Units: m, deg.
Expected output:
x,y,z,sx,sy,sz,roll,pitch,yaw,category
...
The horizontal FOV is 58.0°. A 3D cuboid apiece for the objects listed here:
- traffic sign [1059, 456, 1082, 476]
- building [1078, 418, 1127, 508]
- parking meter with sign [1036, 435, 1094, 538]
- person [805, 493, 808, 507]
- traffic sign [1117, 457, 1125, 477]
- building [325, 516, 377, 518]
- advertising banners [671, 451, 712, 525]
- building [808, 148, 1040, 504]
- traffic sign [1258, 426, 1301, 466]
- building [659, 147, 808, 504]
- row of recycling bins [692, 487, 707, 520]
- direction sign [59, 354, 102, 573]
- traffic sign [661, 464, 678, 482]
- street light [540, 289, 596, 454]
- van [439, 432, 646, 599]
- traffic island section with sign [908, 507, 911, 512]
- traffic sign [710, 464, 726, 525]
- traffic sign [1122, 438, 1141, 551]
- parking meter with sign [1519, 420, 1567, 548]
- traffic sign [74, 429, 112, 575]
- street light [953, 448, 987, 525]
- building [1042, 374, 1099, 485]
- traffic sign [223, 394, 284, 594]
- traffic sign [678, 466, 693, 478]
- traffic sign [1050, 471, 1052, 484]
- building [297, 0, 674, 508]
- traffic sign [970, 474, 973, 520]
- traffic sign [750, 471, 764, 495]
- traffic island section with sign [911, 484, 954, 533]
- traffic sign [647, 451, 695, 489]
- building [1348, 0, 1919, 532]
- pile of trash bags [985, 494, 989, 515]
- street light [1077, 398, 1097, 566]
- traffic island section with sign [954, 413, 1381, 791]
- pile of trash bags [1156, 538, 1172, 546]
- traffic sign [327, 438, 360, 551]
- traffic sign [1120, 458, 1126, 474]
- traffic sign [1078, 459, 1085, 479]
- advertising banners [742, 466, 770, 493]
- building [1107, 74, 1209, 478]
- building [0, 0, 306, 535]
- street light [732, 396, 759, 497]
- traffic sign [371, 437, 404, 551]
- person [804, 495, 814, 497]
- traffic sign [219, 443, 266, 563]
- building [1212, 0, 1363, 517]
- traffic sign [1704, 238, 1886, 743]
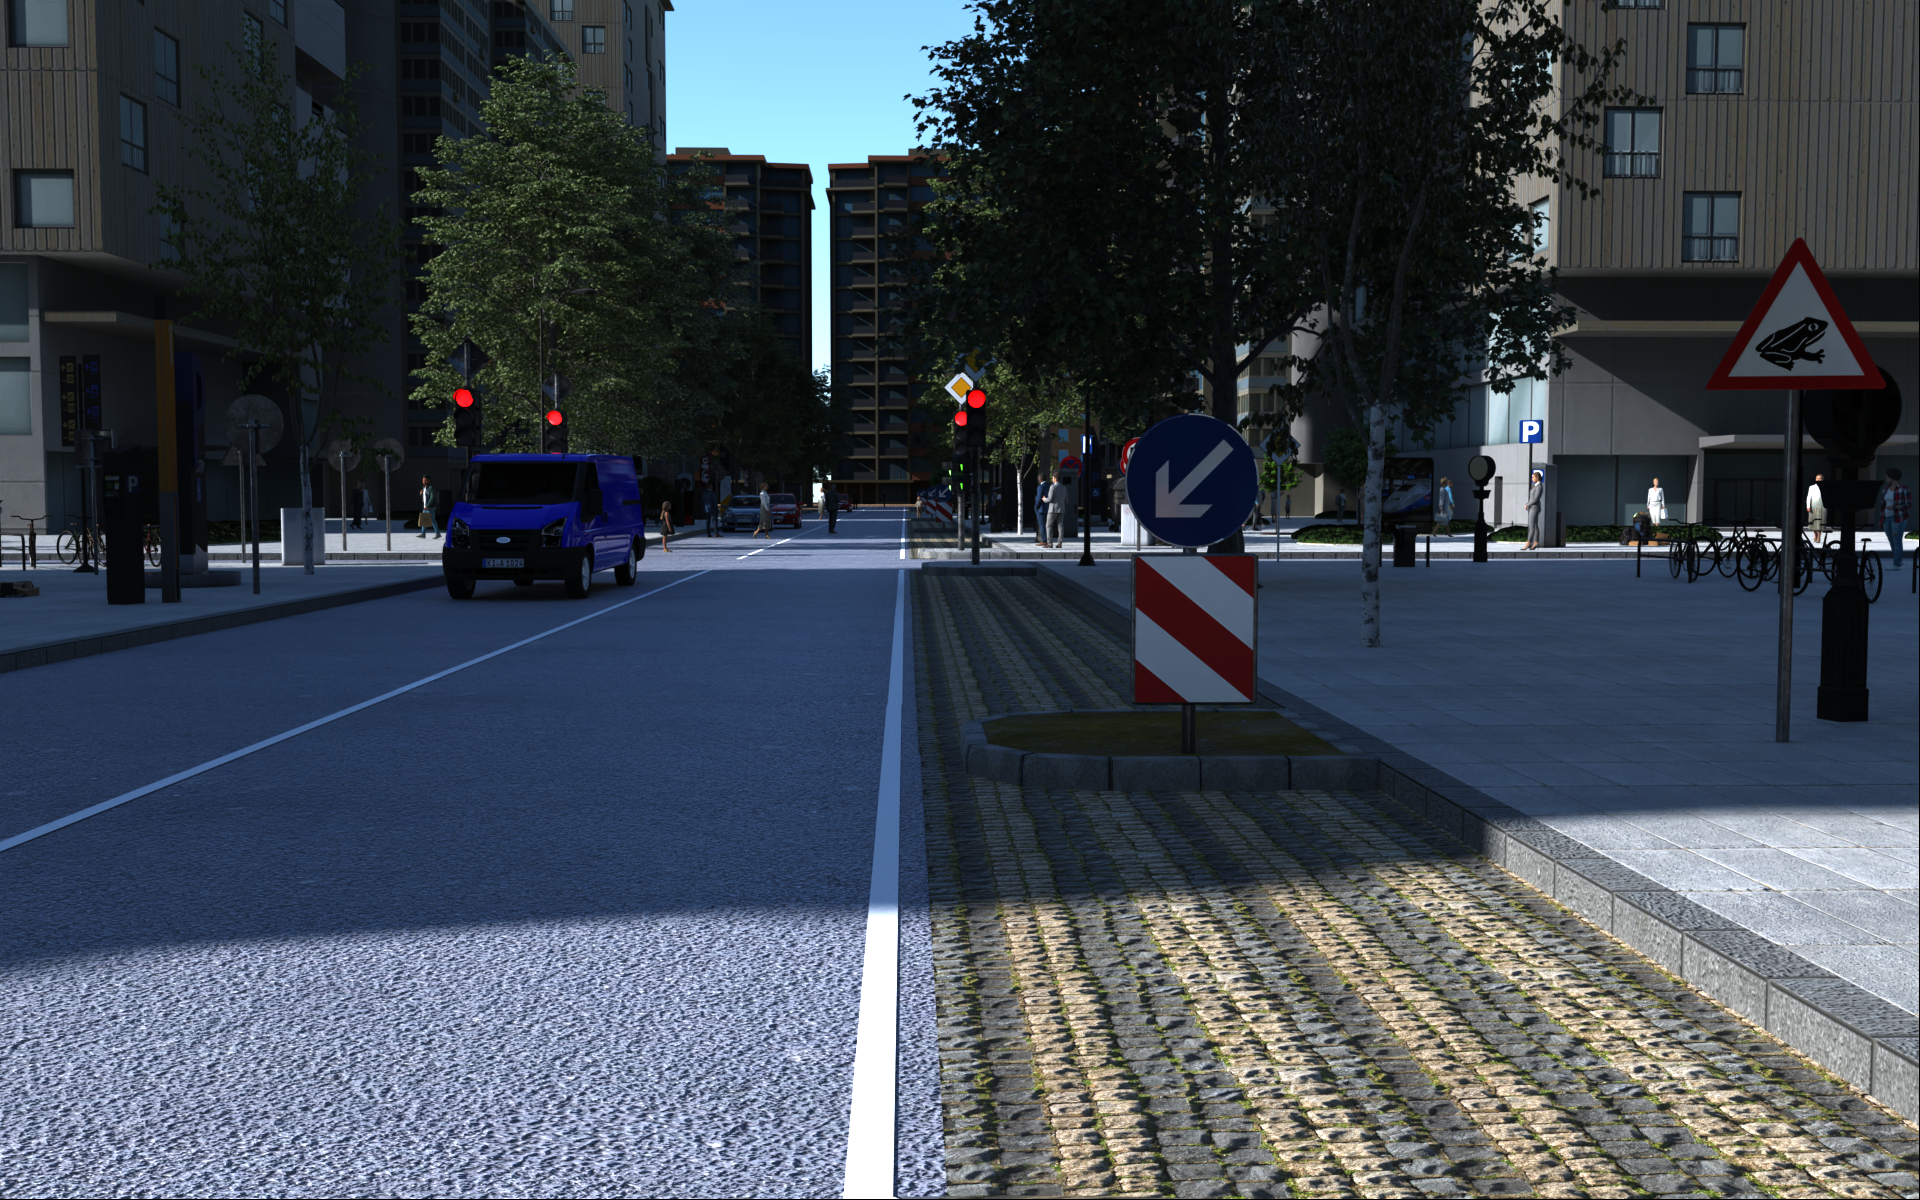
x,y,z,sx,sy,sz,roll,pitch,yaw,category
3.716,-3.542,58.010,0.768,2.556,0.104,0,4,7,traffic sign
22.543,-44.501,165.836,20.563,71.187,20.611,0,4,-2,building
3.077,-3.347,50.978,1.738,3.016,0.543,-2,4,-29,parking meter with sign
-15.574,-10.385,177.311,0.593,1.643,0.415,0,4,-5,person
5.406,-3.379,55.350,0.768,2.556,0.104,0,4,-1,traffic sign
-40.884,-24.967,100.087,32.217,40.220,23.993,0,4,-2,building
-11.196,-4.587,71.190,2.074,3.025,0.090,0,4,6,advertising banners
-4.021,-34.724,222.364,28.867,44.769,22.147,0,4,-2,building
6.005,-2.004,32.502,0.795,2.593,0.064,0,3,0,traffic sign
-33.223,-34.679,221.629,28.867,44.769,22.147,0,4,-2,building
-14.092,-4.917,87.504,3.534,1.692,1.069,2,4,28,row of recycling bins
-14.347,-2.222,28.322,0.876,3.537,0.379,1,4,23,direction sign
-12.268,-4.461,73.047,0.768,2.556,0.104,0,4,3,traffic sign
-8.925,-4.084,39.312,1.470,5.913,1.316,0,4,-2,street light
-6.043,-1.290,25.468,2.240,2.365,5.245,0,3,0,van
-1.591,-5.048,91.160,1.989,1.847,2.006,0,4,-2,traffic island section with sign
-10.229,-4.446,72.799,0.768,2.556,0.104,0,4,2,traffic sign
4.026,-2.376,38.954,0.768,2.556,0.104,0,4,6,traffic sign
13.986,-2.762,41.426,0.543,3.016,1.738,3,5,42,parking meter with sign
-13.696,-1.546,27.403,0.606,2.300,0.079,0,4,2,traffic sign
0.413,-6.090,72.106,1.470,5.913,1.316,0,4,-2,street light
17.870,-34.831,219.591,14.200,45.320,14.600,0,4,-2,building
-9.017,-1.347,22.125,0.768,2.556,0.104,0,4,0,traffic sign
-12.627,-4.856,79.500,0.768,2.556,0.104,0,4,2,traffic sign
4.706,-5.357,87.684,0.768,2.556,0.104,0,4,-1,traffic sign
-41.951,-34.939,160.484,27.495,52.752,28.713,0,4,-2,building
0.564,-5.121,85.860,0.606,2.300,0.079,0,4,0,traffic sign
-11.363,-5.930,97.069,0.768,2.556,0.104,0,4,-1,traffic sign
-0.716,-3.391,64.069,1.989,1.847,2.006,0,4,-2,traffic island section with sign
-13.616,-5.366,81.613,2.265,3.308,0.079,0,4,4,traffic sign
31.958,-29.351,69.128,27.495,52.752,28.713,0,4,-2,building
3.188,-5.849,105.387,3.447,1.369,1.912,0,4,7,pile of trash bags
1.736,-3.566,30.850,1.470,5.913,1.316,0,4,-2,street light
1.007,-0.038,9.247,1.989,1.847,2.006,0,4,-2,traffic island section with sign
5.880,-2.108,44.216,1.912,1.369,3.447,0,4,-1,pile of trash bags
-13.906,-2.383,39.072,0.768,2.556,0.104,0,4,5,traffic sign
5.203,-3.184,52.162,0.768,2.556,0.104,0,4,7,traffic sign
4.015,-3.728,61.053,0.768,2.556,0.104,0,4,1,traffic sign
-12.939,-6.985,110.387,2.074,3.025,0.090,-2,4,-34,advertising banners
24.400,-29.743,140.930,22.147,44.769,28.867,0,4,-2,building
-39.893,-29.047,64.158,28.713,52.752,27.495,0,4,-2,building
-10.258,-6.716,82.348,1.470,5.913,1.316,0,4,-2,street light
-12.890,-2.380,39.013,0.768,2.556,0.104,0,4,5,traffic sign
-16.496,-11.250,189.917,1.348,1.831,0.705,-3,5,-41,person
-13.298,-1.963,32.094,0.884,2.594,0.081,0,4,3,traffic sign
28.474,-25.149,103.066,32.217,40.220,23.993,0,4,-2,building
4.258,-0.544,8.891,0.884,2.594,0.081,0,4,5,traffic sign
